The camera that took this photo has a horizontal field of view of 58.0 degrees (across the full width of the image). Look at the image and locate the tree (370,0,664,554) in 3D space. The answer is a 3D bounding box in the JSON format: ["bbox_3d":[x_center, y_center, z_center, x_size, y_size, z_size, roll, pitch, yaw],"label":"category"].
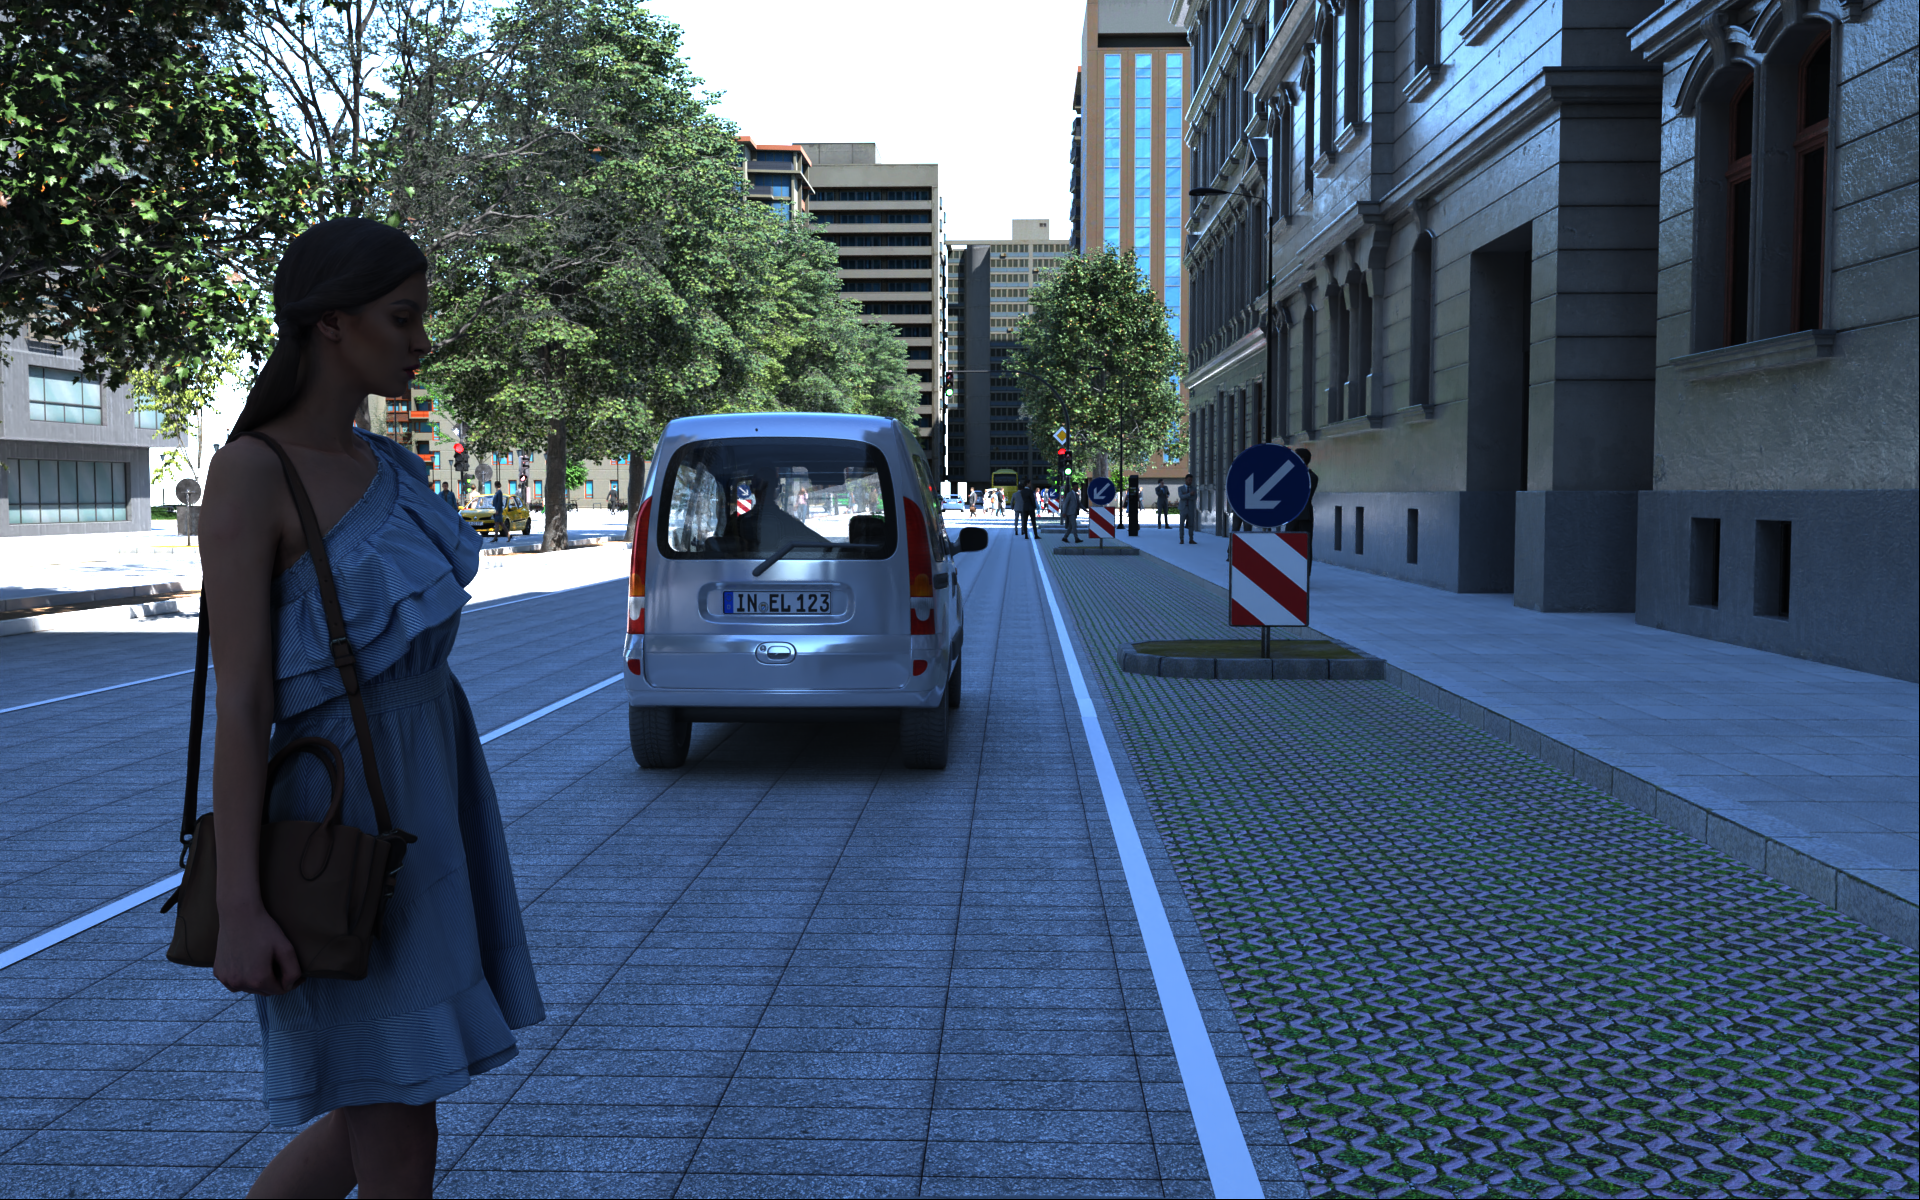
[{"bbox_3d":[-9.630,-8.055,40.811,9.857,13.997,8.962,0,3,0],"label":"tree"}]

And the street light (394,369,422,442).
[{"bbox_3d":[-20.060,-5.546,63.222,1.470,5.913,1.316,0,4,2],"label":"street light"}]

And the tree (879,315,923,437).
[{"bbox_3d":[-7.005,-13.049,122.456,9.857,13.997,8.962,0,3,0],"label":"tree"}]

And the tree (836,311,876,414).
[{"bbox_3d":[-8.500,-10.633,94.438,7.486,12.596,7.792,0,3,0],"label":"tree"}]

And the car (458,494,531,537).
[{"bbox_3d":[-15.968,-2.997,59.223,2.015,1.641,3.980,0,4,2],"label":"car"}]

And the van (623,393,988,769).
[{"bbox_3d":[-0.842,-0.208,10.408,2.013,2.044,4.112,0,4,2],"label":"van"}]

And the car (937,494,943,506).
[{"bbox_3d":[-2.639,-10.608,185.243,2.131,1.459,4.920,0,4,2],"label":"car"}]

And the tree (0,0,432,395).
[{"bbox_3d":[-10.863,-6.000,17.562,9.611,12.733,9.660,0,3,0],"label":"tree"}]

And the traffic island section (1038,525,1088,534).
[{"bbox_3d":[3.978,-2.540,63.815,2.009,0.180,2.903,0,4,2],"label":"traffic island section"}]

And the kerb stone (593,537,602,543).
[{"bbox_3d":[-10.645,-1.715,50.256,0.120,0.150,1.000,0,4,2],"label":"kerb stone"}]

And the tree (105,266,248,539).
[{"bbox_3d":[-21.898,-6.036,49.054,4.737,8.622,4.395,0,3,0],"label":"tree"}]

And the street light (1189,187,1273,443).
[{"bbox_3d":[4.165,-3.293,26.382,1.470,5.913,1.316,0,4,2],"label":"street light"}]

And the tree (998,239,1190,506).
[{"bbox_3d":[6.536,-9.866,78.319,9.611,12.733,9.660,0,3,0],"label":"tree"}]

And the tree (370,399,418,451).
[{"bbox_3d":[-44.519,-11.264,134.523,4.360,8.622,3.978,0,3,0],"label":"tree"}]

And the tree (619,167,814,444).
[{"bbox_3d":[-8.991,-8.527,60.004,7.486,12.596,7.792,0,3,0],"label":"tree"}]

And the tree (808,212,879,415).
[{"bbox_3d":[-8.525,-10.175,75.470,9.857,13.997,8.962,0,3,0],"label":"tree"}]

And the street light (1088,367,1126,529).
[{"bbox_3d":[5.350,-5.548,63.243,1.470,5.913,1.316,0,4,2],"label":"street light"}]

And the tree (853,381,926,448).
[{"bbox_3d":[-6.721,-11.896,131.367,8.767,10.594,7.601,0,4,2],"label":"tree"}]

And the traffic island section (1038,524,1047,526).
[{"bbox_3d":[4.248,-3.028,71.795,2.009,0.180,2.903,0,4,2],"label":"traffic island section"}]

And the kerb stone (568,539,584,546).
[{"bbox_3d":[-10.713,-1.589,48.209,0.120,0.150,1.000,0,4,2],"label":"kerb stone"}]

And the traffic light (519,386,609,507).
[{"bbox_3d":[-16.147,-5.977,72.388,4.771,5.953,1.251,0,4,2],"label":"traffic light"}]

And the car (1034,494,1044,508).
[{"bbox_3d":[7.024,-9.028,159.604,2.014,1.417,4.499,0,4,3],"label":"car"}]

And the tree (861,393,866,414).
[{"bbox_3d":[-7.205,-9.910,114.849,4.737,8.622,4.395,0,3,0],"label":"tree"}]

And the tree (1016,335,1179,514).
[{"bbox_3d":[8.828,-12.279,111.134,12.009,13.543,11.850,0,3,0],"label":"tree"}]

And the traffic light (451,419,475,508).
[{"bbox_3d":[-18.511,-4.619,64.443,0.839,4.253,0.868,0,4,2],"label":"traffic light"}]

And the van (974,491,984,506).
[{"bbox_3d":[1.991,-12.195,206.400,2.013,2.044,4.112,0,3,0],"label":"van"}]

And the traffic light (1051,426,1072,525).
[{"bbox_3d":[4.208,-5.062,71.683,0.839,4.253,0.868,0,4,2],"label":"traffic light"}]

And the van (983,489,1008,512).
[{"bbox_3d":[2.791,-8.019,138.124,2.013,2.044,4.112,0,4,2],"label":"van"}]

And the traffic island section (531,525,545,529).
[{"bbox_3d":[-18.281,-3.075,72.559,2.009,0.180,2.903,0,4,2],"label":"traffic island section"}]

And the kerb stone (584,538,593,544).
[{"bbox_3d":[-10.683,-1.652,49.230,0.120,0.150,1.000,0,4,2],"label":"kerb stone"}]

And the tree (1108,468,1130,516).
[{"bbox_3d":[9.188,-6.597,102.470,1.663,3.219,1.824,0,3,0],"label":"tree"}]

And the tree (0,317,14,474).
[{"bbox_3d":[-22.245,-5.322,37.377,4.360,8.622,3.978,0,3,0],"label":"tree"}]

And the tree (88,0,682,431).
[{"bbox_3d":[-9.974,-7.085,28.668,12.009,13.543,11.850,0,3,0],"label":"tree"}]

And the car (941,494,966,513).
[{"bbox_3d":[-0.550,-7.574,135.833,2.014,1.417,4.499,0,4,2],"label":"car"}]

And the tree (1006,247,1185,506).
[{"bbox_3d":[7.171,-11.163,89.173,9.857,13.997,8.962,0,3,0],"label":"tree"}]

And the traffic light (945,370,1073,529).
[{"bbox_3d":[1.844,-5.441,63.631,4.771,5.953,1.251,0,4,2],"label":"traffic light"}]

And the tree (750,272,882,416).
[{"bbox_3d":[-8.473,-10.153,85.473,9.611,12.733,9.660,0,3,0],"label":"tree"}]

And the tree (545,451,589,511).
[{"bbox_3d":[-30.215,-9.148,133.280,4.285,4.588,4.351,0,3,0],"label":"tree"}]

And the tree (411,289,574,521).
[{"bbox_3d":[-20.383,-9.534,81.635,9.928,11.665,9.643,0,3,0],"label":"tree"}]

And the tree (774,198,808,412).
[{"bbox_3d":[-9.662,-8.692,51.224,9.857,13.997,8.962,0,3,0],"label":"tree"}]

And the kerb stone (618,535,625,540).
[{"bbox_3d":[-10.541,-1.904,53.324,0.120,0.150,1.000,0,4,2],"label":"kerb stone"}]

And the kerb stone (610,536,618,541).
[{"bbox_3d":[-10.587,-1.841,52.299,0.120,0.150,1.000,0,4,2],"label":"kerb stone"}]

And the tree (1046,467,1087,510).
[{"bbox_3d":[8.846,-9.743,143.008,4.285,4.588,4.351,0,3,0],"label":"tree"}]

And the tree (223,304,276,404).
[{"bbox_3d":[-21.502,-6.432,55.530,4.360,8.622,3.978,0,3,0],"label":"tree"}]

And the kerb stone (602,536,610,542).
[{"bbox_3d":[-10.616,-1.779,51.278,0.120,0.150,1.000,0,4,2],"label":"kerb stone"}]
